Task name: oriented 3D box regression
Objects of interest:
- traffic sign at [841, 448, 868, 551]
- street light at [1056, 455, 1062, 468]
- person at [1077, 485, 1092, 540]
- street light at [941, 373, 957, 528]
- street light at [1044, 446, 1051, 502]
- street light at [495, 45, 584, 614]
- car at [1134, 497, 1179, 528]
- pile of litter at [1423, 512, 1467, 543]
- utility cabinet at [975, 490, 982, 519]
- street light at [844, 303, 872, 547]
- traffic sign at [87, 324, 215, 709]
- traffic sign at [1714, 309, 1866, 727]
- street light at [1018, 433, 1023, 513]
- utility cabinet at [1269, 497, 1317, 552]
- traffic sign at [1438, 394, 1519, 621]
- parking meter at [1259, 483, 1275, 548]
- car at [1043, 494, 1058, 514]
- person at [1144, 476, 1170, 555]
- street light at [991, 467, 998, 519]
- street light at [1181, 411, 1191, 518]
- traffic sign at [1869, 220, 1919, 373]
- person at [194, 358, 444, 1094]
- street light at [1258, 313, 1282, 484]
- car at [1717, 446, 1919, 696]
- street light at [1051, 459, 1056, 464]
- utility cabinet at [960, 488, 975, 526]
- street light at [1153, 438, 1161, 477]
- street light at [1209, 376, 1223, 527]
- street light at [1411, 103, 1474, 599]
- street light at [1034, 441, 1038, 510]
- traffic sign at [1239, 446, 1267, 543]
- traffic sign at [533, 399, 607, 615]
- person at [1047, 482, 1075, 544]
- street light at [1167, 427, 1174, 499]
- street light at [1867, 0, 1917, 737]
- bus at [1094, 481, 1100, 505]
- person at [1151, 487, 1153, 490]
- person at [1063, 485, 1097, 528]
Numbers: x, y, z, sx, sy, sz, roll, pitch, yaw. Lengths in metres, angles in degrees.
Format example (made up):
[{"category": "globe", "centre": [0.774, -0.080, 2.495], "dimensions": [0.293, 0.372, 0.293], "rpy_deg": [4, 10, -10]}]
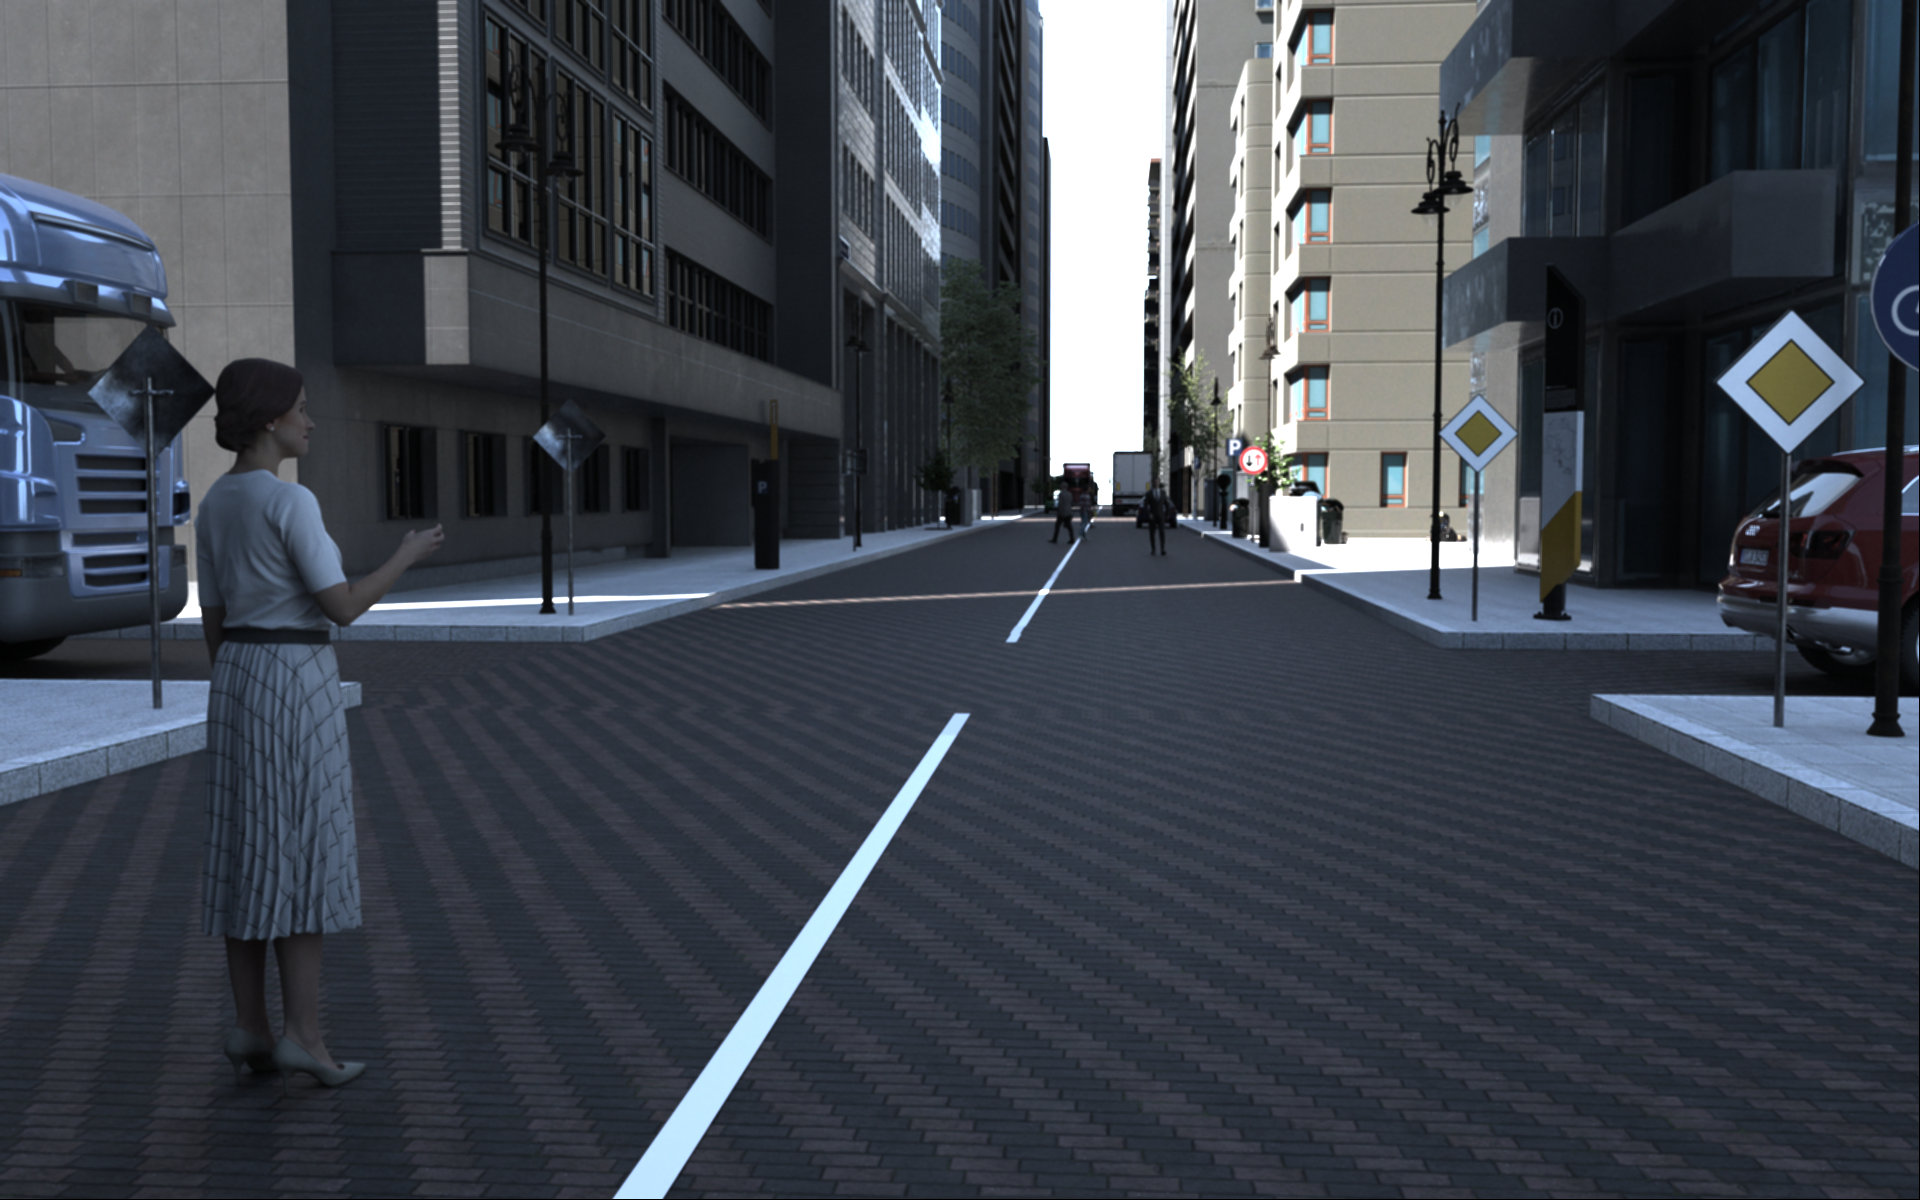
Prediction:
[{"category": "traffic sign", "centre": [-2.357, -2.237, 38.703], "dimensions": [0.606, 2.300, 0.079], "rpy_deg": [1, 4, 10]}, {"category": "street light", "centre": [11.291, -13.996, 201.615], "dimensions": [0.468, 5.910, 1.993], "rpy_deg": [0, 4, 5]}, {"category": "person", "centre": [3.853, -2.713, 53.689], "dimensions": [0.643, 1.720, 0.563], "rpy_deg": [-2, 4, -24]}, {"category": "street light", "centre": [-0.424, -5.708, 66.111], "dimensions": [0.468, 5.910, 1.993], "rpy_deg": [0, 4, 5]}, {"category": "street light", "centre": [8.203, -11.832, 166.242], "dimensions": [0.468, 5.910, 1.993], "rpy_deg": [0, 4, 5]}, {"category": "street light", "centre": [-4.436, -2.793, 18.458], "dimensions": [0.468, 5.910, 1.993], "rpy_deg": [0, 4, 5]}, {"category": "car", "centre": [8.443, -3.788, 74.517], "dimensions": [1.945, 1.354, 3.894], "rpy_deg": [0, 4, 6]}, {"category": "pile of litter", "centre": [13.047, -1.983, 46.379], "dimensions": [1.176, 0.858, 1.719], "rpy_deg": [-1, 4, -10]}, {"category": "utility cabinet", "centre": [0.623, -4.798, 87.122], "dimensions": [0.318, 1.500, 1.173], "rpy_deg": [-2, 4, -34]}, {"category": "street light", "centre": [-2.468, -4.232, 41.973], "dimensions": [0.468, 5.910, 1.993], "rpy_deg": [0, 4, 5]}, {"category": "traffic sign", "centre": [-4.800, -0.407, 10.303], "dimensions": [0.795, 2.450, 0.064], "rpy_deg": [0, 4, 5]}, {"category": "traffic sign", "centre": [4.508, -0.357, 9.481], "dimensions": [0.795, 2.450, 0.064], "rpy_deg": [0, 4, 5]}, {"category": "street light", "centre": [4.156, -8.935, 118.879], "dimensions": [0.468, 5.910, 1.993], "rpy_deg": [0, 4, 5]}, {"category": "utility cabinet", "centre": [7.377, -1.665, 38.378], "dimensions": [1.020, 1.237, 0.306], "rpy_deg": [0, 4, 8]}, {"category": "traffic sign", "centre": [5.196, -0.844, 17.436], "dimensions": [0.795, 2.450, 0.064], "rpy_deg": [0, 4, 5]}, {"category": "parking meter", "centre": [7.378, -2.029, 41.587], "dimensions": [0.372, 1.533, 0.369], "rpy_deg": [0, 3, 0]}, {"category": "car", "centre": [7.199, -7.326, 128.580], "dimensions": [1.959, 1.807, 4.718], "rpy_deg": [0, 4, 5]}, {"category": "person", "centre": [4.668, -1.993, 40.856], "dimensions": [0.659, 1.850, 0.755], "rpy_deg": [0, 4, -3]}, {"category": "street light", "centre": [2.003, -7.459, 94.745], "dimensions": [0.468, 5.910, 1.993], "rpy_deg": [0, 4, 5]}, {"category": "street light", "centre": [12.481, -7.550, 96.237], "dimensions": [0.468, 5.910, 1.993], "rpy_deg": [0, 4, 5]}, {"category": "traffic sign", "centre": [4.472, -0.472, 7.817], "dimensions": [0.768, 2.556, 0.104], "rpy_deg": [1, 4, 9]}, {"category": "person", "centre": [-1.592, 0.295, 4.249], "dimensions": [0.480, 1.755, 0.524], "rpy_deg": [2, 4, 30]}, {"category": "street light", "centre": [7.950, -4.387, 44.519], "dimensions": [0.468, 5.910, 1.993], "rpy_deg": [0, 4, 5]}, {"category": "car", "centre": [8.423, -0.243, 12.644], "dimensions": [5.304, 1.827, 2.281], "rpy_deg": [0, 4, 5]}, {"category": "street light", "centre": [9.294, -12.550, 177.976], "dimensions": [0.468, 5.910, 1.993], "rpy_deg": [0, 4, 5]}, {"category": "utility cabinet", "centre": [0.256, -3.680, 68.852], "dimensions": [0.318, 1.500, 1.173], "rpy_deg": [-1, 4, -8]}, {"category": "street light", "centre": [16.430, -10.434, 143.388], "dimensions": [0.468, 5.910, 1.993], "rpy_deg": [0, 4, 5]}, {"category": "street light", "centre": [10.039, -5.825, 68.024], "dimensions": [0.468, 5.910, 1.993], "rpy_deg": [0, 4, 5]}, {"category": "street light", "centre": [5.809, -2.950, 21.019], "dimensions": [0.468, 5.910, 1.993], "rpy_deg": [0, 4, 5]}, {"category": "street light", "centre": [6.267, -10.384, 142.560], "dimensions": [0.468, 5.910, 1.993], "rpy_deg": [0, 4, 5]}, {"category": "traffic sign", "centre": [7.757, -2.794, 45.781], "dimensions": [0.768, 2.556, 0.104], "rpy_deg": [1, 4, 14]}, {"category": "traffic sign", "centre": [-4.112, -0.894, 18.259], "dimensions": [0.795, 2.450, 0.064], "rpy_deg": [0, 4, 5]}, {"category": "person", "centre": [2.965, -2.537, 50.371], "dimensions": [0.834, 1.777, 0.661], "rpy_deg": [2, 4, 34]}, {"category": "street light", "centre": [14.545, -8.996, 119.866], "dimensions": [0.468, 5.910, 1.993], "rpy_deg": [0, 4, 5]}, {"category": "street light", "centre": [4.928, -2.217, 9.043], "dimensions": [0.468, 5.910, 1.993], "rpy_deg": [0, 4, 5]}, {"category": "bus", "centre": [17.816, -14.915, 238.712], "dimensions": [2.948, 3.499, 13.247], "rpy_deg": [0, 4, 5]}, {"category": "person", "centre": [9.964, -4.924, 89.341], "dimensions": [0.374, 1.781, 0.599], "rpy_deg": [1, 4, 13]}, {"category": "person", "centre": [5.117, -3.980, 73.790], "dimensions": [1.509, 1.804, 0.699], "rpy_deg": [-1, 4, -8]}]
